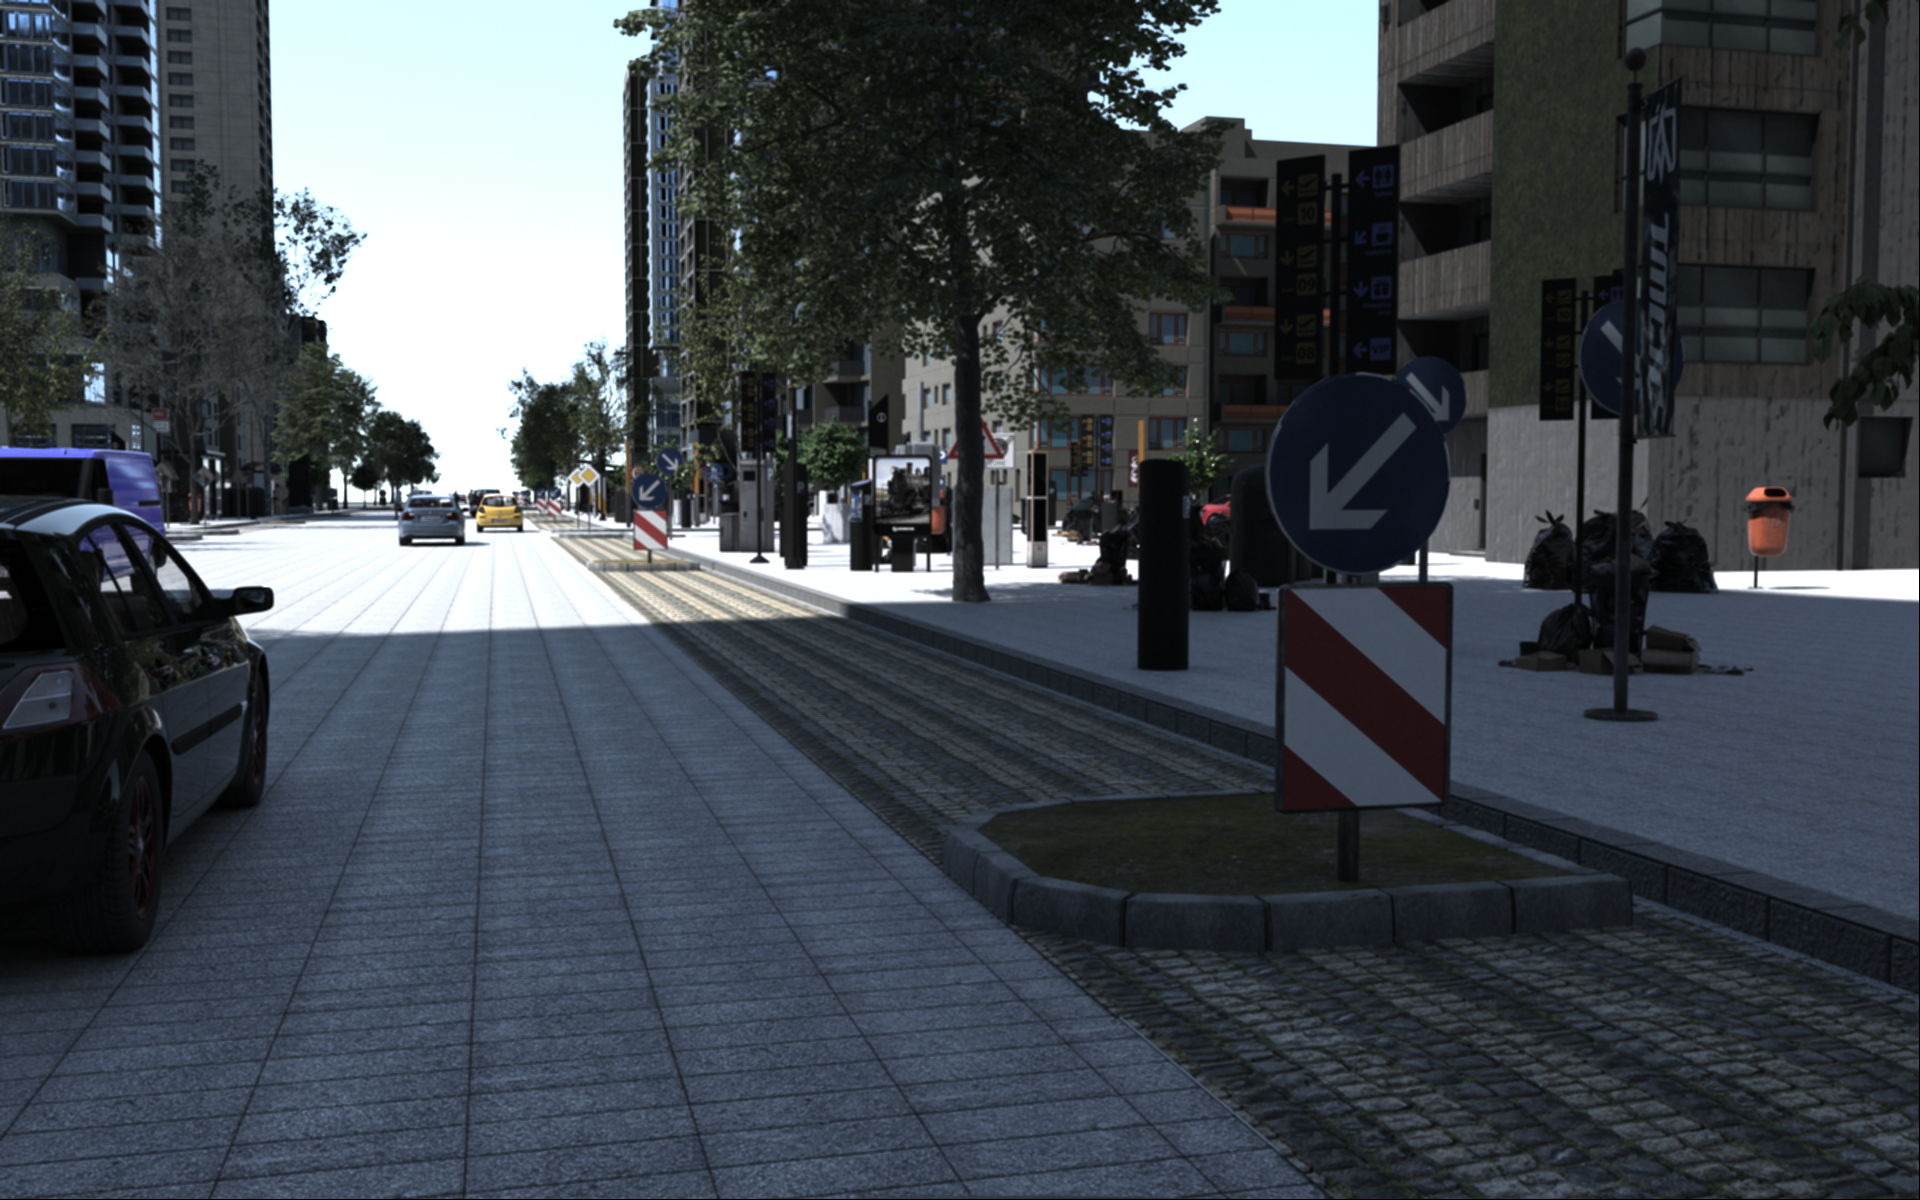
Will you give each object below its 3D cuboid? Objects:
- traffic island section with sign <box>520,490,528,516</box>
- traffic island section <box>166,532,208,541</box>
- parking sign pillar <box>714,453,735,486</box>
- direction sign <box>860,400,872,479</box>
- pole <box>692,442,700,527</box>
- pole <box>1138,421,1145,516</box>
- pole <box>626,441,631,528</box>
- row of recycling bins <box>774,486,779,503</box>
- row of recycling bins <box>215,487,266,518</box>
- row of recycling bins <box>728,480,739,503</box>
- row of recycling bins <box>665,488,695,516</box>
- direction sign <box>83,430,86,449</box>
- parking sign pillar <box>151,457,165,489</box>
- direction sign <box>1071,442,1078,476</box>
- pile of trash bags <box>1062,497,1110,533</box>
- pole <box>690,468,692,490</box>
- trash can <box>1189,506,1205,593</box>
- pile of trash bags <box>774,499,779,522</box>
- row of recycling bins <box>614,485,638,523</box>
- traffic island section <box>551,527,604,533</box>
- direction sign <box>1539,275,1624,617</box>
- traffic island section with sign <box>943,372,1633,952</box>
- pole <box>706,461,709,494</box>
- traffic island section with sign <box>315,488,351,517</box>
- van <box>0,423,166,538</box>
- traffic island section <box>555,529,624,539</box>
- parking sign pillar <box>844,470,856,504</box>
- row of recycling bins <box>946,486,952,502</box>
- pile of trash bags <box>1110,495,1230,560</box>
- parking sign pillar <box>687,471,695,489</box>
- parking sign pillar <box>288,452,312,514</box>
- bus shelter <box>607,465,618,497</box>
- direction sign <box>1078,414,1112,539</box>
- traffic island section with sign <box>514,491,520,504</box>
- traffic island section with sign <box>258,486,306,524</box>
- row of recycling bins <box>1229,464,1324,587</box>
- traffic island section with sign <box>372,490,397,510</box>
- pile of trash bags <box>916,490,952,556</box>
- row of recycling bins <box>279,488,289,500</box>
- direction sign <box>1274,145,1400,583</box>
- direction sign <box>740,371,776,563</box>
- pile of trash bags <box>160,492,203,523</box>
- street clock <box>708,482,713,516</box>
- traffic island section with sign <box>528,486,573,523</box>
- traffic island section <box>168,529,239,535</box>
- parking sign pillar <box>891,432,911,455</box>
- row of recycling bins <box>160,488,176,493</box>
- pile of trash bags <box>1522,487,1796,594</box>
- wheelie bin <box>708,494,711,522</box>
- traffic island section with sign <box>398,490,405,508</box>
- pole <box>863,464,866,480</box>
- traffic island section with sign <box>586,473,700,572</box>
[{"bbox_3d":[-27.264,-6.330,112.125,1.989,1.847,2.006,-1,4,-15],"label":"traffic island section with sign"},{"bbox_3d":[-24.651,-1.913,53.553,2.009,0.180,2.903,-1,4,-15],"label":"traffic island section"},{"bbox_3d":[-14.866,-7.391,109.307,1.447,3.967,1.447,-3,4,-36],"label":"parking sign pillar"},{"bbox_3d":[-2.182,-3.068,42.166,0.379,3.537,0.876,0,4,1],"label":"direction sign"},{"bbox_3d":[-10.244,-4.503,67.462,0.158,3.312,0.155,0,3,0],"label":"pole"},{"bbox_3d":[5.039,-3.320,48.127,0.158,3.312,0.155,0,3,0],"label":"pole"},{"bbox_3d":[-12.704,-4.432,66.313,0.158,3.312,0.155,0,3,0],"label":"pole"},{"bbox_3d":[-10.385,-5.086,90.270,1.069,1.692,3.534,-2,4,-35],"label":"row of recycling bins"},{"bbox_3d":[-39.829,-5.424,95.791,1.069,1.692,3.534,1,4,21],"label":"row of recycling bins"},{"bbox_3d":[-6.776,-2.872,54.071,1.069,1.692,3.534,0,4,-4],"label":"row of recycling bins"},{"bbox_3d":[-16.614,-5.726,100.727,3.534,1.692,1.069,0,4,-5],"label":"row of recycling bins"},{"bbox_3d":[-30.972,-4.242,61.357,0.379,3.537,0.876,-2,4,-30],"label":"direction sign"},{"bbox_3d":[-57.592,-8.327,124.619,1.447,3.967,1.447,2,4,27],"label":"parking sign pillar"},{"bbox_3d":[5.248,-5.150,76.192,0.876,3.537,0.379,-2,4,-27],"label":"direction sign"},{"bbox_3d":[5.178,-2.913,57.372,3.447,1.369,1.912,-1,4,-15],"label":"pile of trash bags"},{"bbox_3d":[-16.159,-6.766,104.467,0.158,3.312,0.155,0,3,0],"label":"pole"},{"bbox_3d":[2.618,-0.584,21.207,0.748,1.137,0.748,0,3,0],"label":"trash can"},{"bbox_3d":[-8.389,-4.300,80.064,1.912,1.369,3.447,-1,4,-23],"label":"pile of trash bags"},{"bbox_3d":[-15.088,-4.348,78.204,1.069,1.692,3.534,-1,4,-16],"label":"row of recycling bins"},{"bbox_3d":[-14.208,-2.588,64.593,2.009,0.180,2.903,-1,4,-15],"label":"traffic island section"},{"bbox_3d":[6.526,-1.602,18.183,0.876,3.537,0.379,2,4,34],"label":"direction sign"},{"bbox_3d":[1.006,0.138,6.371,1.989,1.847,2.006,-1,4,-15],"label":"traffic island section with sign"},{"bbox_3d":[-15.469,-6.868,106.128,0.158,3.312,0.155,0,3,0],"label":"pole"},{"bbox_3d":[-39.610,-6.166,109.440,1.989,1.847,2.006,-1,4,-15],"label":"traffic island section with sign"},{"bbox_3d":[-11.981,-1.125,22.781,2.240,2.365,5.245,-1,4,-14],"label":"van"},{"bbox_3d":[-12.145,-2.116,56.878,2.009,0.180,2.903,-1,4,-15],"label":"traffic island section"},{"bbox_3d":[-5.114,-5.655,80.929,1.447,3.967,1.447,-1,4,-13],"label":"parking sign pillar"},{"bbox_3d":[-1.456,-4.994,88.772,1.069,1.692,3.534,-2,4,-32],"label":"row of recycling bins"},{"bbox_3d":[4.973,-1.489,34.102,3.447,1.369,1.912,-1,4,-21],"label":"pile of trash bags"},{"bbox_3d":[-19.677,-8.515,127.690,1.447,3.967,1.447,1,4,16],"label":"parking sign pillar"},{"bbox_3d":[-42.228,-7.478,110.735,1.447,3.967,1.447,-1,4,-12],"label":"parking sign pillar"},{"bbox_3d":[-27.480,-8.834,135.718,1.731,3.624,6.357,-1,4,-15],"label":"bus shelter"},{"bbox_3d":[3.886,-3.502,49.262,0.876,3.537,0.379,1,4,10],"label":"direction sign"},{"bbox_3d":[-40.168,-9.282,160.388,1.989,1.847,2.006,-1,4,-15],"label":"traffic island section with sign"},{"bbox_3d":[-32.638,-4.573,83.398,1.989,1.847,2.006,-1,4,-15],"label":"traffic island section with sign"},{"bbox_3d":[4.650,-1.116,25.368,1.069,1.692,3.534,1,4,22],"label":"row of recycling bins"},{"bbox_3d":[-52.571,-9.133,157.945,1.989,1.847,2.006,-1,4,-15],"label":"traffic island section with sign"},{"bbox_3d":[-0.175,-1.700,37.550,1.912,1.369,3.447,1,4,12],"label":"pile of trash bags"},{"bbox_3d":[-49.132,-7.256,125.746,3.534,1.692,1.069,-2,4,-34],"label":"row of recycling bins"},{"bbox_3d":[2.500,-1.198,11.592,0.876,3.537,0.379,3,4,38],"label":"direction sign"},{"bbox_3d":[-3.743,-2.460,32.217,0.379,3.537,0.876,3,4,39],"label":"direction sign"},{"bbox_3d":[-35.284,-4.143,77.483,1.912,1.369,3.447,1,4,19],"label":"pile of trash bags"},{"bbox_3d":[-14.336,-5.861,100.392,0.471,2.002,0.358,1,4,11],"label":"street clock"},{"bbox_3d":[-20.167,-4.705,85.562,1.989,1.847,2.006,-1,4,-15],"label":"traffic island section with sign"},{"bbox_3d":[-26.713,-2.385,61.268,2.009,0.180,2.903,-1,4,-15],"label":"traffic island section"},{"bbox_3d":[-2.554,-5.252,74.341,1.447,3.967,1.447,1,4,21],"label":"parking sign pillar"},{"bbox_3d":[-53.232,-6.814,118.528,1.069,1.692,3.534,2,4,29],"label":"row of recycling bins"},{"bbox_3d":[9.444,-0.820,23.159,3.447,1.369,1.912,0,4,-5],"label":"pile of trash bags"},{"bbox_3d":[-11.813,-4.382,79.558,0.693,1.594,0.980,0,4,-1],"label":"wheelie bin"},{"bbox_3d":[-59.539,-10.725,183.988,1.989,1.847,2.006,-1,4,-15],"label":"traffic island section with sign"},{"bbox_3d":[-5.810,-6.828,105.481,0.158,3.312,0.155,0,3,0],"label":"pole"},{"bbox_3d":[-6.024,-1.471,32.674,1.989,1.847,2.006,-1,4,-15],"label":"traffic island section with sign"}]
